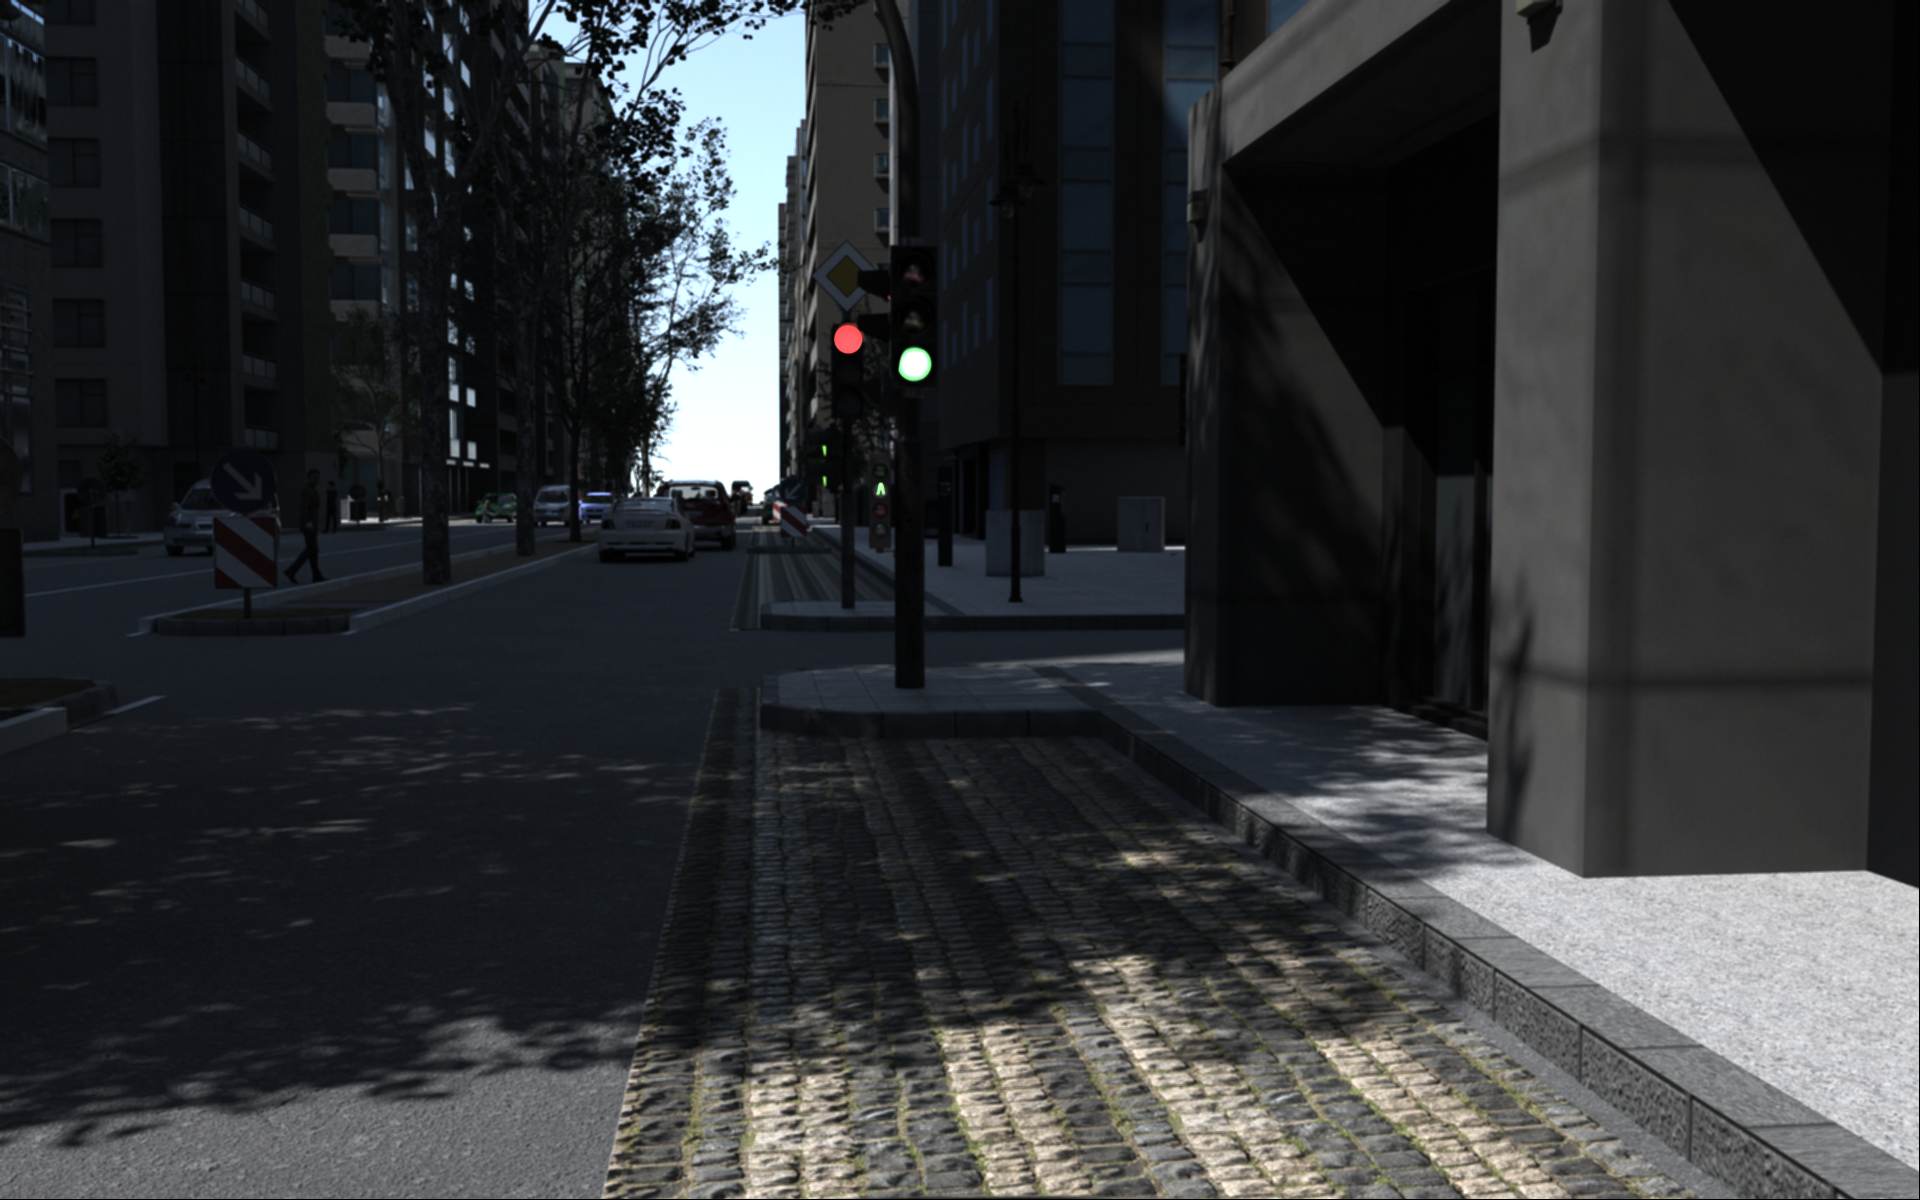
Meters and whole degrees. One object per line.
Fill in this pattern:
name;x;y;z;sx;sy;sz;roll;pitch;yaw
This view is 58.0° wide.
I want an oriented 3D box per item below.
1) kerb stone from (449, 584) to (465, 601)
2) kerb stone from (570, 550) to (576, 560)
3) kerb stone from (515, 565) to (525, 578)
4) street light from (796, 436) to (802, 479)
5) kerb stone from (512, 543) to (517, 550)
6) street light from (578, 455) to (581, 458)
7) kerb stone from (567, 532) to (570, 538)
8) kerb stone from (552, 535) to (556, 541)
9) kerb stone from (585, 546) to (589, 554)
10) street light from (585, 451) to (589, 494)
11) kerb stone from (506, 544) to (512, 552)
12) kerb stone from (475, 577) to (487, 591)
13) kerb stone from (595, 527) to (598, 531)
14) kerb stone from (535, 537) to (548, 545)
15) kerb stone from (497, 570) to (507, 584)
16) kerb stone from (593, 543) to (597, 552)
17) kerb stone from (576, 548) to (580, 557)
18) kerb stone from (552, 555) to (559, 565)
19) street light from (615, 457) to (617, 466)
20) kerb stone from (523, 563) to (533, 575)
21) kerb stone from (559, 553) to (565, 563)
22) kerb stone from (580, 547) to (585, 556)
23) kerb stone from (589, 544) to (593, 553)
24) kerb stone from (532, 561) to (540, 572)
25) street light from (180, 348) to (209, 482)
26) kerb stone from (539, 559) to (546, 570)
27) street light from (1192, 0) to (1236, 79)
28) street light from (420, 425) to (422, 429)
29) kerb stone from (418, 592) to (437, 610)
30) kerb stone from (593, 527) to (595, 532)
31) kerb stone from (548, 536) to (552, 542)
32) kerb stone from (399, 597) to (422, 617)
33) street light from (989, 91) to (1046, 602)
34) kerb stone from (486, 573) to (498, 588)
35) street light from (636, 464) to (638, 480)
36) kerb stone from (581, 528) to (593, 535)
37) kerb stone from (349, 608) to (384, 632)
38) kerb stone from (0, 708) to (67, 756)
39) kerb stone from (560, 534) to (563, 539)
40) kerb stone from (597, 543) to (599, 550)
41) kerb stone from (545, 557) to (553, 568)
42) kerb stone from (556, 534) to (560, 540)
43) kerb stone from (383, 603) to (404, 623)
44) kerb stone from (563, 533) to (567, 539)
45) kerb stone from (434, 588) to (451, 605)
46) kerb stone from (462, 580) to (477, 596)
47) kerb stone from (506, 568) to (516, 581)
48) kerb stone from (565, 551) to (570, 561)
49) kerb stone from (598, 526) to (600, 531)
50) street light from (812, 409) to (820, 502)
kerb stone;-6.942;-0.088;23.632;0.120;0.150;1.000;0;4;-7
kerb stone;-8.585;-0.961;37.909;0.120;0.150;1.000;0;4;-7
kerb stone;-7.652;-0.460;29.747;0.120;0.150;1.000;0;4;-7
street light;-12.418;-9.839;133.660;0.468;5.910;1.993;0;4;-7
kerb stone;-11.378;-1.321;43.796;0.120;0.150;1.000;0;4;-7
street light;-36.820;-11.863;166.741;0.468;5.910;1.993;0;4;-7
kerb stone;-12.789;-2.064;56.026;0.120;0.150;1.000;0;4;-7
kerb stone;-12.314;-1.821;51.962;0.120;0.150;1.000;0;4;-7
kerb stone;-8.938;-1.148;40.973;0.120;0.150;1.000;0;4;-7
street light;-37.939;-12.436;176.111;0.468;5.910;1.993;0;4;-7
kerb stone;-11.268;-1.258;42.769;0.120;0.150;1.000;0;4;-7
kerb stone;-7.183;-0.212;25.668;0.120;0.150;1.000;0;4;-7
kerb stone;-13.848;-2.630;65.193;0.120;0.150;1.000;0;4;-7
kerb stone;-12.085;-1.694;49.927;0.120;0.150;1.000;0;4;-7
kerb stone;-7.415;-0.336;27.704;0.120;0.150;1.000;0;4;-7
kerb stone;-9.175;-1.273;43.004;0.120;0.150;1.000;0;4;-7
kerb stone;-8.712;-1.023;38.927;0.120;0.150;1.000;0;4;-7
kerb stone;-8.236;-0.775;34.859;0.120;0.150;1.000;0;4;-7
street light;-42.185;-14.653;212.370;0.468;5.910;1.993;0;4;-7
kerb stone;-7.768;-0.525;30.779;0.120;0.150;1.000;0;4;-7
kerb stone;-8.354;-0.837;35.875;0.120;0.150;1.000;0;4;-7
kerb stone;-8.826;-1.084;39.942;0.120;0.150;1.000;0;4;-7
kerb stone;-9.063;-1.211;41.987;0.120;0.150;1.000;0;4;-7
kerb stone;-7.885;-0.587;31.800;0.120;0.150;1.000;0;4;-7
street light;-24.235;-5.028;54.997;0.468;5.910;1.993;0;4;-7
kerb stone;-8.009;-0.649;32.815;0.120;0.150;1.000;0;4;-7
street light;1.734;-2.354;11.277;0.468;5.910;1.993;0;4;-7
street light;-28.221;-7.255;91.412;0.468;5.910;1.993;0;4;-7
kerb stone;-6.710;0.037;21.595;0.120;0.150;1.000;0;4;-7
kerb stone;-13.728;-2.568;64.179;0.120;0.150;1.000;0;4;-7
kerb stone;-12.201;-1.750;50.947;0.120;0.150;1.000;0;4;-7
kerb stone;-6.586;0.099;20.573;0.120;0.150;1.000;0;4;-7
street light;0.662;-2.915;20.441;0.468;5.910;1.993;0;4;-7
kerb stone;-7.291;-0.275;26.685;0.120;0.150;1.000;0;4;-7
street light;-46.354;-16.884;248.835;0.468;5.910;1.993;0;4;-7
kerb stone;-13.602;-2.505;63.157;0.120;0.150;1.000;0;4;-7
kerb stone;-6.361;0.224;18.541;0.120;0.150;1.000;0;4;-7
kerb stone;-5.363;0.753;9.892;0.120;0.150;1.000;0;4;-7
kerb stone;-12.559;-1.943;53.994;0.120;0.150;1.000;0;4;-7
kerb stone;-9.291;-1.335;44.021;0.120;0.150;1.000;0;4;-7
kerb stone;-8.118;-0.712;33.844;0.120;0.150;1.000;0;4;-7
kerb stone;-12.430;-1.883;52.980;0.120;0.150;1.000;0;4;-7
kerb stone;-6.476;0.166;19.557;0.120;0.150;1.000;0;4;-7
kerb stone;-12.672;-2.007;55.010;0.120;0.150;1.000;0;4;-7
kerb stone;-6.835;-0.026;22.613;0.120;0.150;1.000;0;4;-7
kerb stone;-7.062;-0.150;24.652;0.120;0.150;1.000;0;4;-7
kerb stone;-7.533;-0.400;28.729;0.120;0.150;1.000;0;4;-7
kerb stone;-8.472;-0.899;36.892;0.120;0.150;1.000;0;4;-7
kerb stone;-13.964;-2.692;66.209;0.120;0.150;1.000;0;4;-7
street light;-8.171;-7.622;97.402;0.468;5.910;1.993;0;4;-7
